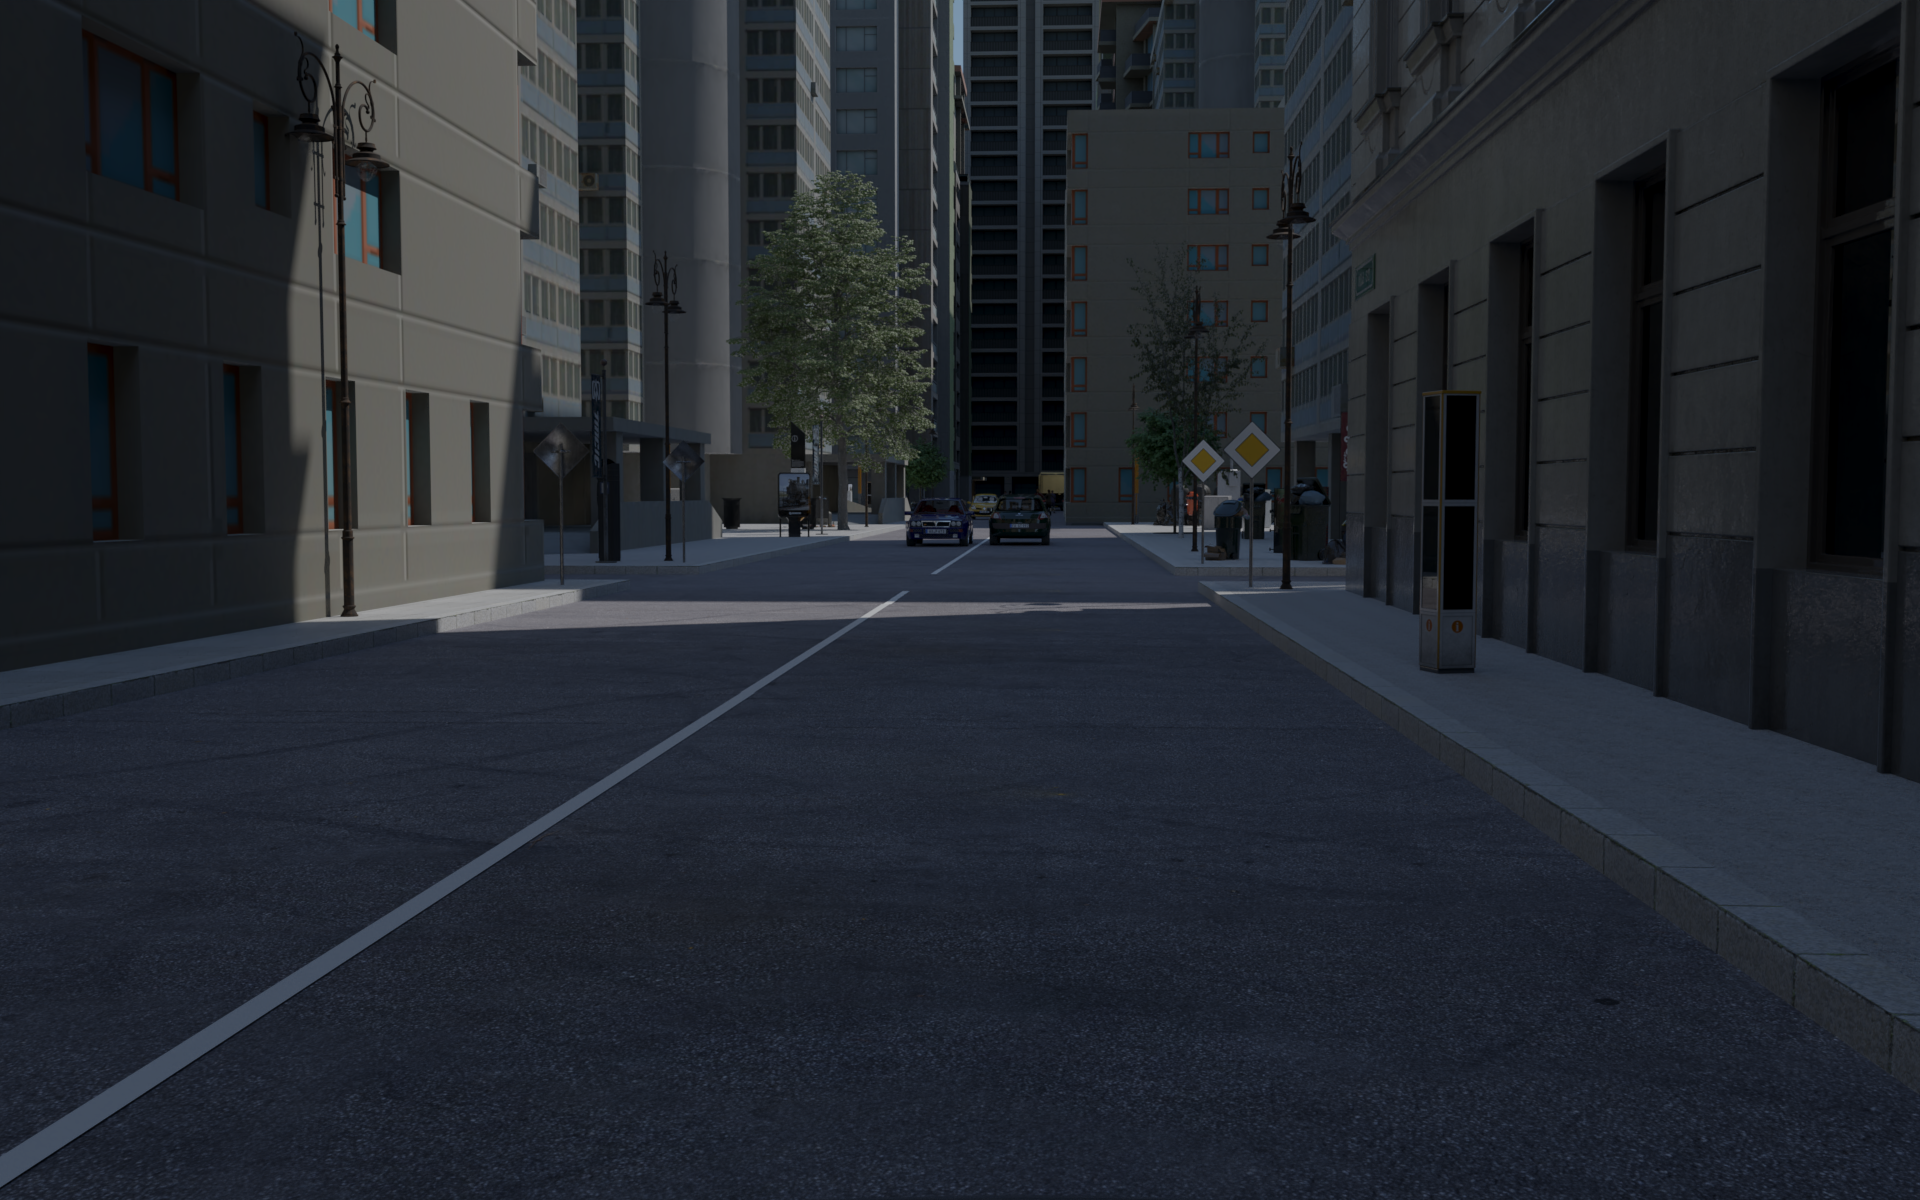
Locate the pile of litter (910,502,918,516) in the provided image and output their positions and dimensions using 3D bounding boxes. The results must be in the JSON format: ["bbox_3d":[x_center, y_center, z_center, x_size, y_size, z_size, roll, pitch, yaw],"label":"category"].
[{"bbox_3d":[-2.395,-5.231,99.493,1.719,0.858,1.176,-3,5,-43],"label":"pile of litter"}]

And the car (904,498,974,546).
[{"bbox_3d":[-0.548,-2.205,48.638,1.945,1.354,3.894,0,4,3],"label":"car"}]

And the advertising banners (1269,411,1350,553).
[{"bbox_3d":[7.634,-2.501,37.079,2.074,3.025,0.090,2,4,31],"label":"advertising banners"}]

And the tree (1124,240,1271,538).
[{"bbox_3d":[6.523,-6.093,49.981,4.360,8.622,3.978,0,3,0],"label":"tree"}]

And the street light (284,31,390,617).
[{"bbox_3d":[-6.398,-2.763,17.967,0.468,5.910,1.993,0,4,3],"label":"street light"}]

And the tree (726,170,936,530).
[{"bbox_3d":[-4.599,-8.775,61.604,7.486,12.596,7.792,0,3,0],"label":"tree"}]

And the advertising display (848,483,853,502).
[{"bbox_3d":[-6.616,-6.025,103.722,0.123,1.923,0.974,1,4,11],"label":"advertising display"}]

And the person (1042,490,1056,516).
[{"bbox_3d":[5.857,-6.470,115.006,1.217,1.735,0.721,-2,4,-27],"label":"person"}]

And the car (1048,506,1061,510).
[{"bbox_3d":[8.709,-9.272,161.813,2.015,1.641,3.980,0,4,3],"label":"car"}]

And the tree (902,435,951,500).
[{"bbox_3d":[-2.197,-6.884,96.259,4.285,4.588,4.351,0,3,0],"label":"tree"}]

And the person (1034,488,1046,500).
[{"bbox_3d":[5.480,-6.953,122.141,1.348,1.831,0.705,1,4,19],"label":"person"}]

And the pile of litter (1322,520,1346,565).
[{"bbox_3d":[7.425,-1.099,31.928,1.719,0.858,1.176,-1,4,-10],"label":"pile of litter"}]

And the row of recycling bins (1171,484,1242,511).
[{"bbox_3d":[10.540,-3.981,72.202,3.534,1.692,1.069,1,4,11],"label":"row of recycling bins"}]

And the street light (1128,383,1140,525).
[{"bbox_3d":[7.227,-6.083,72.244,0.468,5.910,1.993,0,4,3],"label":"street light"}]

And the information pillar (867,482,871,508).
[{"bbox_3d":[-5.471,-6.129,104.708,0.304,2.012,0.304,0,4,-5],"label":"information pillar"}]

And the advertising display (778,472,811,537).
[{"bbox_3d":[-4.942,-2.839,51.626,0.974,1.923,0.123,-1,4,-14],"label":"advertising display"}]

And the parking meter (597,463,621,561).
[{"bbox_3d":[-6.697,-1.670,33.017,0.399,1.863,0.255,2,4,29],"label":"parking meter"}]

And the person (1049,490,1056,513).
[{"bbox_3d":[6.895,-7.333,129.307,0.541,1.710,0.530,1,4,16],"label":"person"}]

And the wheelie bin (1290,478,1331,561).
[{"bbox_3d":[6.711,-1.559,33.403,0.693,1.594,0.980,-2,4,-26],"label":"wheelie bin"}]

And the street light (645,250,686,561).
[{"bbox_3d":[-5.593,-3.687,33.064,0.468,5.910,1.993,0,4,3],"label":"street light"}]

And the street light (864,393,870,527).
[{"bbox_3d":[-3.641,-5.782,67.317,0.468,5.910,1.993,0,4,3],"label":"street light"}]

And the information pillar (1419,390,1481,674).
[{"bbox_3d":[3.518,-0.487,12.455,0.304,2.012,0.304,-1,4,-12],"label":"information pillar"}]

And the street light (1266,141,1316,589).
[{"bbox_3d":[4.406,-3.084,23.212,0.468,5.910,1.993,0,4,3],"label":"street light"}]

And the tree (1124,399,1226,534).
[{"bbox_3d":[6.987,-4.441,56.320,4.285,4.588,4.351,0,3,0],"label":"tree"}]

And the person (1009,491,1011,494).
[{"bbox_3d":[4.415,-8.630,150.279,0.721,1.739,1.217,-3,5,-43],"label":"person"}]

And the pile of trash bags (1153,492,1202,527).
[{"bbox_3d":[9.008,-3.668,69.719,1.912,1.369,3.447,0,4,-7],"label":"pile of trash bags"}]

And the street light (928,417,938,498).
[{"bbox_3d":[-1.602,-7.910,102.124,0.468,5.910,1.993,0,4,3],"label":"street light"}]

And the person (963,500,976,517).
[{"bbox_3d":[0.164,-3.948,78.542,0.738,1.151,1.012,-2,4,-32],"label":"person"}]

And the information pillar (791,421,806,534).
[{"bbox_3d":[-5.201,-3.926,55.549,0.504,3.616,0.183,1,4,16],"label":"information pillar"}]

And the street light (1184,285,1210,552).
[{"bbox_3d":[5.245,-4.021,38.523,0.468,5.910,1.993,0,4,3],"label":"street light"}]

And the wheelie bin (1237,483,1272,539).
[{"bbox_3d":[8.371,-2.523,49.157,0.980,1.594,0.693,0,4,3],"label":"wheelie bin"}]

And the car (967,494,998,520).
[{"bbox_3d":[1.455,-5.347,97.648,2.015,1.641,3.980,0,4,3],"label":"car"}]

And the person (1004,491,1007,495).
[{"bbox_3d":[4.418,-9.820,169.767,1.217,1.736,0.721,2,4,29],"label":"person"}]

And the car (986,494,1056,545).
[{"bbox_3d":[1.739,-2.443,49.737,2.009,1.686,4.222,0,4,3],"label":"car"}]
